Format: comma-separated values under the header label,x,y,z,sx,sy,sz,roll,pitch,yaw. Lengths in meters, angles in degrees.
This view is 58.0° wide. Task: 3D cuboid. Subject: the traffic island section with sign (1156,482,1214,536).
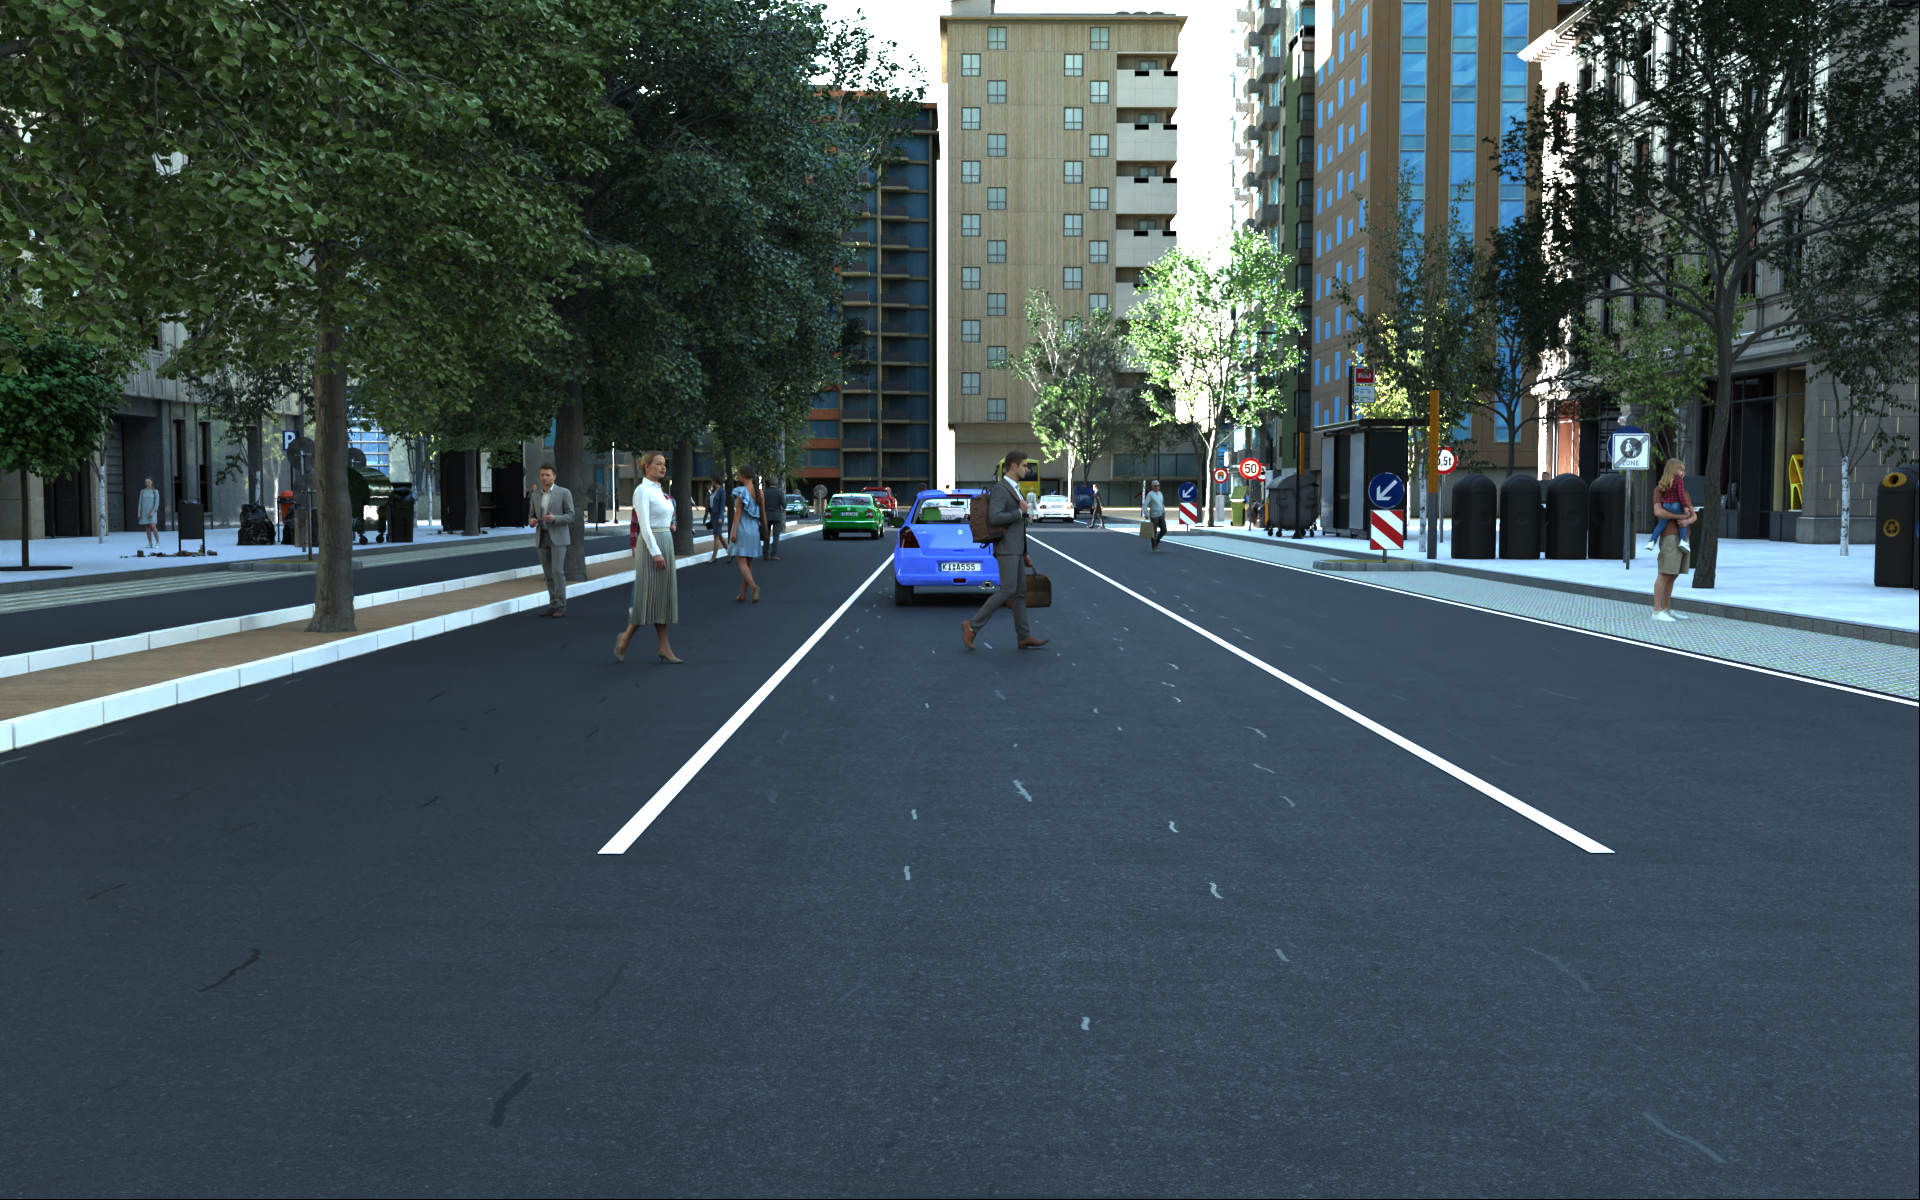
label,x,y,z,sx,sy,sz,roll,pitch,yaw
traffic island section with sign,7.657,-3.129,59.782,1.989,1.847,2.006,0,4,0

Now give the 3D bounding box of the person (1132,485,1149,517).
label,x,y,z,sx,sy,sz,roll,pitch,yaw
person,10.390,-5.603,97.610,1.348,1.831,0.705,2,4,24

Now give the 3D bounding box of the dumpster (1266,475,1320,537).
label,x,y,z,sx,sy,sz,roll,pitch,yaw
dumpster,9.959,-2.826,51.960,1.264,1.857,1.865,0,4,0

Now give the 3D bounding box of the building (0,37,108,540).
label,x,y,z,sx,sy,sz,roll,pitch,yaw
building,-35.456,-14.092,34.928,19.350,26.468,34.151,0,4,0

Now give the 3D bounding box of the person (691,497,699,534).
label,x,y,z,sx,sy,sz,roll,pitch,yaw
person,-9.627,-3.208,61.627,0.731,1.740,0.598,-3,4,-36

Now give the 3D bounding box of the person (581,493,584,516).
label,x,y,z,sx,sy,sz,roll,pitch,yaw
person,-22.064,-5.708,100.293,0.530,1.710,0.541,-2,4,-34

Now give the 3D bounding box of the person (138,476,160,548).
label,x,y,z,sx,sy,sz,roll,pitch,yaw
person,-19.233,-2.084,41.123,0.512,1.701,0.522,0,4,-3

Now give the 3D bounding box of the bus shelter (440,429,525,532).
label,x,y,z,sx,sy,sz,roll,pitch,yaw
bus shelter,-16.906,-4.332,62.111,1.731,3.624,6.357,0,3,0

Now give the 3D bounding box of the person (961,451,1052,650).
label,x,y,z,sx,sy,sz,roll,pitch,yaw
person,0.431,-0.463,16.032,0.822,1.834,0.622,0,4,5

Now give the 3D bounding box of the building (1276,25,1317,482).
label,x,y,z,sx,sy,sz,roll,pitch,yaw
building,27.343,-20.744,110.868,14.160,30.474,14.107,0,4,0

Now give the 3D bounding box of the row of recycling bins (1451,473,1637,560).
label,x,y,z,sx,sy,sz,roll,pitch,yaw
row of recycling bins,11.557,-1.660,34.259,3.534,1.692,1.069,0,4,3

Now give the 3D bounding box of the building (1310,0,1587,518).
label,x,y,z,sx,sy,sz,roll,pitch,yaw
building,28.061,-27.289,96.291,14.600,45.320,14.200,0,4,0

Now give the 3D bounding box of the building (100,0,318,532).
label,x,y,z,sx,sy,sz,roll,pitch,yaw
building,-32.766,-14.950,62.463,12.078,24.808,19.932,0,4,0

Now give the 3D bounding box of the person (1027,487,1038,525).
label,x,y,z,sx,sy,sz,roll,pitch,yaw
person,3.261,-4.359,80.119,0.694,1.780,0.624,3,5,41

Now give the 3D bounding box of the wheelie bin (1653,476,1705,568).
label,x,y,z,sx,sy,sz,roll,pitch,yaw
wheelie bin,12.570,-1.360,30.145,0.980,1.594,0.693,1,4,17

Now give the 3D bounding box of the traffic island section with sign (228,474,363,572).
label,x,y,z,sx,sy,sz,roll,pitch,yaw
traffic island section with sign,-12.453,-1.474,32.727,1.989,1.847,2.006,0,4,0

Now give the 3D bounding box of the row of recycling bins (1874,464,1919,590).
label,x,y,z,sx,sy,sz,roll,pitch,yaw
row of recycling bins,13.064,-0.947,22.589,1.069,1.692,3.534,0,4,5

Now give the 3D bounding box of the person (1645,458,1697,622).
label,x,y,z,sx,sy,sz,roll,pitch,yaw
person,7.999,-0.673,19.476,0.573,1.828,0.580,0,4,7

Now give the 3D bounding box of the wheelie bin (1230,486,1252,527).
label,x,y,z,sx,sy,sz,roll,pitch,yaw
wheelie bin,10.996,-3.666,67.850,0.980,1.594,0.693,3,4,38

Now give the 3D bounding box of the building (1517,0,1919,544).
label,x,y,z,sx,sy,sz,roll,pitch,yaw
building,26.077,-12.991,63.312,10.553,20.767,40.483,0,4,0

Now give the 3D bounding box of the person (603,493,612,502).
label,x,y,z,sx,sy,sz,roll,pitch,yaw
person,-24.534,-6.889,118.759,1.350,1.814,0.705,-3,4,-38

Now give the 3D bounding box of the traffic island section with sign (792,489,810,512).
label,x,y,z,sx,sy,sz,roll,pitch,yaw
traffic island section with sign,-12.918,-7.872,137.336,1.989,1.847,2.006,0,4,0

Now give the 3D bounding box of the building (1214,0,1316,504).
label,x,y,z,sx,sy,sz,roll,pitch,yaw
building,32.797,-31.374,132.566,23.786,49.044,30.456,0,4,0

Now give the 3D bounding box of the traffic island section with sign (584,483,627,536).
label,x,y,z,sx,sy,sz,roll,pitch,yaw
traffic island section with sign,-12.569,-3.123,59.681,1.989,1.847,2.006,0,4,0

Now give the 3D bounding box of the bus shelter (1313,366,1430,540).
label,x,y,z,sx,sy,sz,roll,pitch,yaw
bus shelter,12.041,-4.557,52.135,2.179,5.291,8.768,0,4,0

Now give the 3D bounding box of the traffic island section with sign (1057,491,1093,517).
label,x,y,z,sx,sy,sz,roll,pitch,yaw
traffic island section with sign,7.417,-6.211,110.184,1.989,1.847,2.006,0,4,0

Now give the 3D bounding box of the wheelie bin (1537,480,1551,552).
label,x,y,z,sx,sy,sz,roll,pitch,yaw
wheelie bin,12.952,-1.865,38.406,0.980,1.594,0.693,0,4,-7

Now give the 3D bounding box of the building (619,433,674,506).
label,x,y,z,sx,sy,sz,roll,pitch,yaw
building,-43.034,-30.682,193.527,23.993,40.220,32.217,0,4,0

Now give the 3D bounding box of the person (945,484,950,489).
label,x,y,z,sx,sy,sz,roll,pitch,yaw
person,-0.564,-4.028,74.137,0.755,1.850,0.659,-2,4,-25

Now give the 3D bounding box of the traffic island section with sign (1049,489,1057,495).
label,x,y,z,sx,sy,sz,roll,pitch,yaw
traffic island section with sign,7.299,-7.921,138.140,1.989,1.847,2.006,0,4,0

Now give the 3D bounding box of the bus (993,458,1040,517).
label,x,y,z,sx,sy,sz,roll,pitch,yaw
bus,3.677,-7.398,112.508,2.896,3.916,12.252,0,3,0

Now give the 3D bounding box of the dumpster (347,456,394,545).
label,x,y,z,sx,sy,sz,roll,pitch,yaw
dumpster,-15.507,-2.554,44.253,1.502,2.255,1.985,0,4,0

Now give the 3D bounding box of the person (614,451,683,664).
label,x,y,z,sx,sy,sz,roll,pitch,yaw
person,-2.652,-0.363,14.658,0.641,1.798,0.478,2,4,24

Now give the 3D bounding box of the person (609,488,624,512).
label,x,y,z,sx,sy,sz,roll,pitch,yaw
person,-24.978,-7.288,125.916,1.217,1.735,0.721,1,4,21

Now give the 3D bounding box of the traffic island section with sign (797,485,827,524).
label,x,y,z,sx,sy,sz,roll,pitch,yaw
traffic island section with sign,-6.739,-4.575,82.944,2.006,1.907,1.989,0,4,0

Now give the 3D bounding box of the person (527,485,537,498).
label,x,y,z,sx,sy,sz,roll,pitch,yaw
person,-21.826,-5.044,89.072,0.990,1.755,0.434,-2,4,-24

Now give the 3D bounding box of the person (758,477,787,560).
label,x,y,z,sx,sy,sz,roll,pitch,yaw
person,-4.059,-1.775,37.696,0.661,1.801,0.590,1,4,8

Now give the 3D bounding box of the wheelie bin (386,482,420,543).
label,x,y,z,sx,sy,sz,roll,pitch,yaw
wheelie bin,-14.821,-2.326,45.946,0.980,1.594,0.693,-2,4,-31

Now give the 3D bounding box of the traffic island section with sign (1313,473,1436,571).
label,x,y,z,sx,sy,sz,roll,pitch,yaw
traffic island section with sign,7.776,-1.479,32.809,1.989,1.847,2.006,0,4,0

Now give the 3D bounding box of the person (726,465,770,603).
label,x,y,z,sx,sy,sz,roll,pitch,yaw
person,-2.772,-0.876,22.918,0.616,1.811,0.778,-2,4,-31

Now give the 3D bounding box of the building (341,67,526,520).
label,x,y,z,sx,sy,sz,roll,pitch,yaw
building,-37.859,-47.952,96.691,22.319,86.520,31.000,0,4,0

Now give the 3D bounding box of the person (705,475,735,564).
label,x,y,z,sx,sy,sz,roll,pitch,yaw
person,-4.944,-1.662,35.701,0.654,1.822,0.581,-1,4,-15

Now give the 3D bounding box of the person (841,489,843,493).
label,x,y,z,sx,sy,sz,roll,pitch,yaw
person,-11.095,-9.466,162.906,1.348,1.869,0.705,0,4,-7

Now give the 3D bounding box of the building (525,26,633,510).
label,x,y,z,sx,sy,sz,roll,pitch,yaw
building,-41.710,-31.530,135.128,30.456,49.044,23.786,0,4,0

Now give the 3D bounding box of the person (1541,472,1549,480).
label,x,y,z,sx,sy,sz,roll,pitch,yaw
person,13.781,-2.122,40.840,0.391,1.810,0.635,-3,4,-37

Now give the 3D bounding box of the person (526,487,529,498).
label,x,y,z,sx,sy,sz,roll,pitch,yaw
person,-29.020,-6.667,115.880,1.217,1.723,0.721,0,4,-6
